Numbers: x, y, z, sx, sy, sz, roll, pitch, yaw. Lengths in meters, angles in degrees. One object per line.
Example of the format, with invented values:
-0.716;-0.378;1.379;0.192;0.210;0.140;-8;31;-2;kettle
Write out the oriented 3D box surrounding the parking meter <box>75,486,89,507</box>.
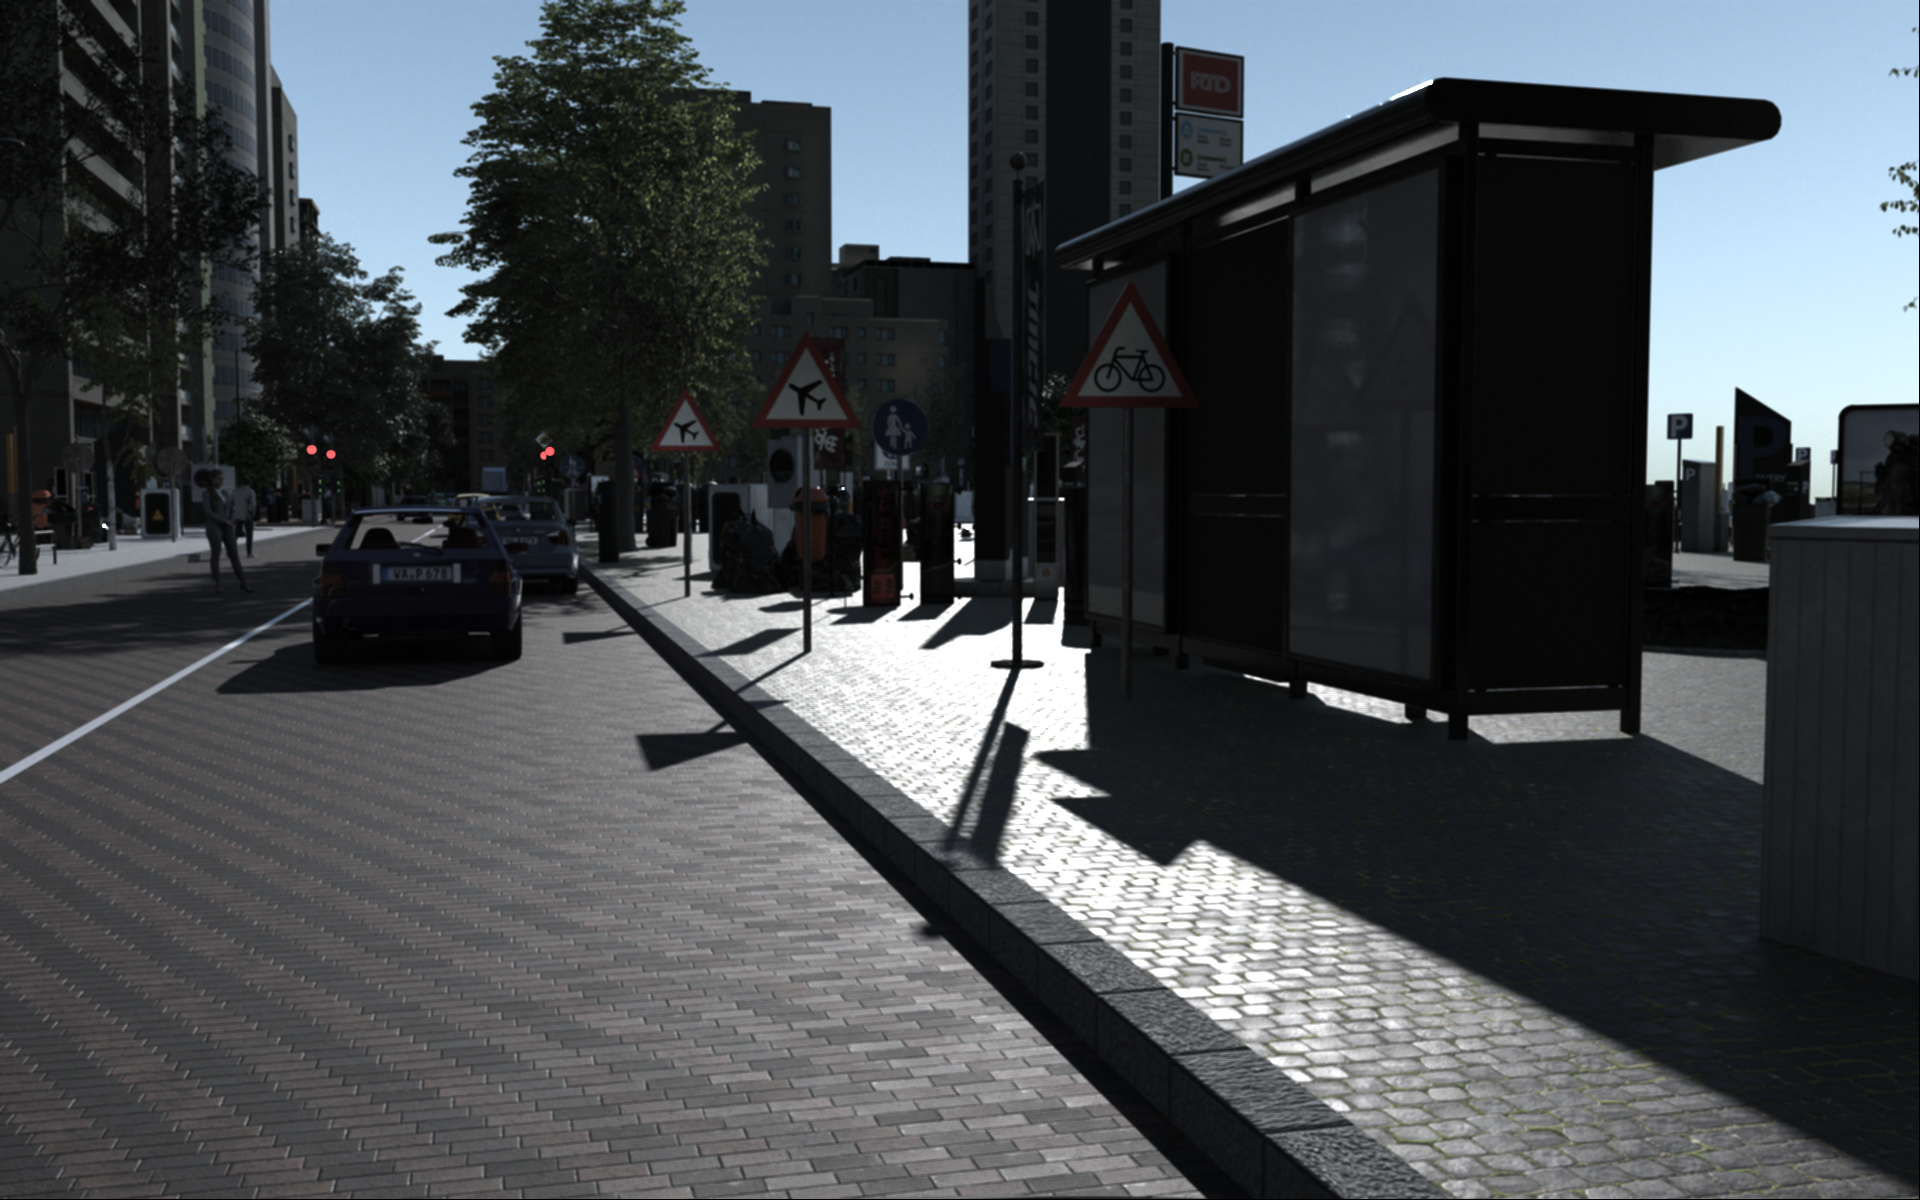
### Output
-27.034;-2.749;53.363;0.372;1.533;0.369;0;3;0;parking meter

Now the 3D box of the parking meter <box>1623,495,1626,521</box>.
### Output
15.891;-2.006;41.211;0.372;1.533;0.369;0;3;0;parking meter

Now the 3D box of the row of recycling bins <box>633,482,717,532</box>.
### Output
-9.836;-3.161;58.795;3.534;1.692;1.069;-1;4;-13;row of recycling bins

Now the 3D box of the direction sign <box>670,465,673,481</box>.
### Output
-22.214;-8.751;135.081;0.379;3.537;0.876;3;5;44;direction sign

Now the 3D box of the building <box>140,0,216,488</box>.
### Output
-61.119;-26.772;121.319;14.154;41.232;14.086;-1;4;-15;building

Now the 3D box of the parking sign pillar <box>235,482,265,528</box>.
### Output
-27.421;-4.706;65.418;1.447;3.967;1.447;0;4;2;parking sign pillar

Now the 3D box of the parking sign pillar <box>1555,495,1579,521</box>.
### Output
21.576;-4.429;60.893;1.447;3.967;1.447;-2;4;-25;parking sign pillar

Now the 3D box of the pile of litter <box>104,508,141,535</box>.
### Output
-26.464;-2.482;54.549;1.719;0.858;1.176;-2;4;-29;pile of litter

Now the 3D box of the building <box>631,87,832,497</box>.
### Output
-27.315;-35.541;204.789;21.300;48.544;21.600;-1;4;-15;building

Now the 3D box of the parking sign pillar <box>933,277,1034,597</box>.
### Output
0.540;-2.063;22.207;1.447;3.967;1.447;1;4;15;parking sign pillar

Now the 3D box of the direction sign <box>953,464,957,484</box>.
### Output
-0.143;-8.419;129.649;0.876;3.537;0.379;1;4;22;direction sign

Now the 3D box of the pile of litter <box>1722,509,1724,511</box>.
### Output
27.639;-3.039;63.650;1.176;0.858;1.719;-2;4;-27;pile of litter

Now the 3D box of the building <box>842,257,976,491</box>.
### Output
-6.505;-27.141;215.459;14.107;30.474;14.160;-1;4;-15;building

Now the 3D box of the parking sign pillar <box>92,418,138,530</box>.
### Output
-29.660;-4.417;60.688;1.447;3.967;1.447;-3;5;-43;parking sign pillar

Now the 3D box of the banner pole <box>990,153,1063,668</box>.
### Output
0.485;-1.381;12.591;0.401;3.779;0.863;-1;4;-15;banner pole

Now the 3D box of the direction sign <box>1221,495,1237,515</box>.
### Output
3.257;-1.795;21.344;0.379;3.537;0.876;-1;4;-14;direction sign

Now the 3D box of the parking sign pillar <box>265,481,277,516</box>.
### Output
-41.086;-6.961;102.286;1.447;3.967;1.447;-3;4;-38;parking sign pillar

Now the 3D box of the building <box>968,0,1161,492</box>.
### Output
11.384;-47.477;214.505;20.611;71.187;20.563;-1;4;-15;building

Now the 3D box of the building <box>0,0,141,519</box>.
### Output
-56.387;-28.559;90.634;21.300;48.544;21.600;-1;4;-15;building

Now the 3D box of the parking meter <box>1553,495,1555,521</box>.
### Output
24.073;-3.912;69.679;0.255;1.863;0.399;-2;4;-27;parking meter

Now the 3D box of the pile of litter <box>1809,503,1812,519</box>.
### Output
39.745;-4.074;80.581;1.176;0.858;1.719;0;4;-6;pile of litter

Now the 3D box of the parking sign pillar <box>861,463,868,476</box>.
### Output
-8.174;-9.907;150.448;1.447;3.967;1.447;1;4;14;parking sign pillar

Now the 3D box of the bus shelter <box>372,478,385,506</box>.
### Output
-45.413;-8.615;134.774;2.014;3.302;5.546;-1;4;-15;bus shelter

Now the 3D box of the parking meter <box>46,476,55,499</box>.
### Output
-26.999;-2.810;51.649;0.399;1.863;0.255;-3;5;-40;parking meter

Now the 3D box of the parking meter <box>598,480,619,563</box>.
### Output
-6.576;-1.468;32.408;0.372;1.533;0.369;0;3;0;parking meter

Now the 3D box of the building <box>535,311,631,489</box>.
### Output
-54.921;-29.418;252.686;14.107;30.474;14.160;-1;4;-15;building

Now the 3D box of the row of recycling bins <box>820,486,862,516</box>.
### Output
-5.814;-4.761;84.948;3.534;1.692;1.069;2;4;31;row of recycling bins

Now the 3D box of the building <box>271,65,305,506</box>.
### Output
-84.349;-34.588;189.221;21.600;48.544;21.300;-1;4;-15;building

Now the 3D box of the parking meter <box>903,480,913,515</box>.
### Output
-2.158;-4.065;72.169;0.255;1.863;0.399;-3;5;-43;parking meter

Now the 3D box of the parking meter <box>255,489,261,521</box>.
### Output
-33.586;-4.540;82.634;0.372;1.533;0.369;0;3;0;parking meter

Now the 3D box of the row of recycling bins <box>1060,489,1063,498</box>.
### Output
9.608;-8.818;151.294;3.534;1.692;1.069;3;4;37;row of recycling bins

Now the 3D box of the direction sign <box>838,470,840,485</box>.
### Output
-6.672;-6.364;96.047;0.379;3.537;0.876;1;4;9;direction sign

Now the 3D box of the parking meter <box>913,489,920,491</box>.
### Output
-2.102;-4.616;83.874;0.372;1.533;0.369;0;3;0;parking meter

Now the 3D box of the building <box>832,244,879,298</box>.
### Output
-15.530;-35.518;272.595;23.993;40.220;32.217;-1;4;-15;building

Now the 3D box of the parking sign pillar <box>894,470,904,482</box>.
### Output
-3.501;-6.671;97.539;1.447;3.967;1.447;1;4;13;parking sign pillar

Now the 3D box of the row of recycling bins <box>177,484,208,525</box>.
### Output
-32.867;-4.095;74.070;1.069;1.692;3.534;-1;4;-14;row of recycling bins

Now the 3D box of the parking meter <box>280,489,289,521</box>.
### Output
-31.726;-4.460;81.329;0.372;1.533;0.369;0;3;0;parking meter

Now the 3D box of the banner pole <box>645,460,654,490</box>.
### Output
-20.859;-7.721;116.258;0.863;3.779;0.401;1;4;20;banner pole

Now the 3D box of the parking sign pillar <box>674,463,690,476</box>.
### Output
-15.651;-6.661;97.373;1.447;3.967;1.447;-2;4;-35;parking sign pillar

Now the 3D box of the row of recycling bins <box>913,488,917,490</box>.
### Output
-3.641;-8.598;147.693;1.069;1.692;3.534;-1;4;-23;row of recycling bins

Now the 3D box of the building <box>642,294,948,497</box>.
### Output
-18.266;-20.605;181.929;27.650;21.520;28.899;-1;4;-15;building

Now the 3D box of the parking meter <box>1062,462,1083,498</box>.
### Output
2.030;-1.563;31.266;0.255;1.863;0.399;2;4;28;parking meter

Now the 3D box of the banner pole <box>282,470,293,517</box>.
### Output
-37.508;-6.522;96.650;0.401;3.779;0.863;2;4;24;banner pole

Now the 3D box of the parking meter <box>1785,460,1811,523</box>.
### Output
14.245;-1.454;29.482;0.399;1.863;0.255;-3;4;-37;parking meter

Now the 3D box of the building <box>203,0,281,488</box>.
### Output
-73.953;-37.436;154.078;21.231;58.520;28.212;-1;4;-15;building

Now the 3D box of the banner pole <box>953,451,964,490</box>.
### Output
-0.089;-6.813;101.410;0.863;3.779;0.401;0;4;-3;banner pole

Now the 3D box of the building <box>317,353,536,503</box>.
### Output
-77.590;-25.044;254.504;28.899;21.520;27.650;-1;4;-15;building

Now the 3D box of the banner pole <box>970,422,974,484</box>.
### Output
0.729;-2.940;38.083;0.401;3.779;0.863;3;5;44;banner pole

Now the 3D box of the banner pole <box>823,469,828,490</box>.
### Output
-6.975;-6.108;89.884;0.401;3.779;0.863;1;4;18;banner pole

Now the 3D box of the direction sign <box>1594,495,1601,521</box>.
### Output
6.947;-1.641;18.829;0.876;3.537;0.379;3;4;37;direction sign

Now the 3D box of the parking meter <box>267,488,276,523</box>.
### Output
-30.452;-4.171;76.599;0.372;1.533;0.369;0;3;0;parking meter

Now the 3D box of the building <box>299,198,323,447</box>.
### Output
-105.312;-36.035;243.792;28.867;44.769;22.147;-1;4;-15;building

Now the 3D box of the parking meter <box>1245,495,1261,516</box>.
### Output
6.660;-2.056;39.330;0.255;1.863;0.399;-1;4;-16;parking meter

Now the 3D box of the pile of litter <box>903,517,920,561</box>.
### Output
-1.059;-1.223;33.955;1.176;0.858;1.719;-1;4;-10;pile of litter

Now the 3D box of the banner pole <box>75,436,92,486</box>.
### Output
-37.651;-5.160;74.382;0.863;3.779;0.401;-3;5;-44;banner pole

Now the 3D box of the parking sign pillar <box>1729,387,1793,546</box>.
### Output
20.125;-3.362;43.433;1.447;3.967;1.447;1;4;15;parking sign pillar

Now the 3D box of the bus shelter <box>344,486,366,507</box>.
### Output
-41.759;-7.864;119.866;1.731;3.624;6.357;-1;4;-15;bus shelter
